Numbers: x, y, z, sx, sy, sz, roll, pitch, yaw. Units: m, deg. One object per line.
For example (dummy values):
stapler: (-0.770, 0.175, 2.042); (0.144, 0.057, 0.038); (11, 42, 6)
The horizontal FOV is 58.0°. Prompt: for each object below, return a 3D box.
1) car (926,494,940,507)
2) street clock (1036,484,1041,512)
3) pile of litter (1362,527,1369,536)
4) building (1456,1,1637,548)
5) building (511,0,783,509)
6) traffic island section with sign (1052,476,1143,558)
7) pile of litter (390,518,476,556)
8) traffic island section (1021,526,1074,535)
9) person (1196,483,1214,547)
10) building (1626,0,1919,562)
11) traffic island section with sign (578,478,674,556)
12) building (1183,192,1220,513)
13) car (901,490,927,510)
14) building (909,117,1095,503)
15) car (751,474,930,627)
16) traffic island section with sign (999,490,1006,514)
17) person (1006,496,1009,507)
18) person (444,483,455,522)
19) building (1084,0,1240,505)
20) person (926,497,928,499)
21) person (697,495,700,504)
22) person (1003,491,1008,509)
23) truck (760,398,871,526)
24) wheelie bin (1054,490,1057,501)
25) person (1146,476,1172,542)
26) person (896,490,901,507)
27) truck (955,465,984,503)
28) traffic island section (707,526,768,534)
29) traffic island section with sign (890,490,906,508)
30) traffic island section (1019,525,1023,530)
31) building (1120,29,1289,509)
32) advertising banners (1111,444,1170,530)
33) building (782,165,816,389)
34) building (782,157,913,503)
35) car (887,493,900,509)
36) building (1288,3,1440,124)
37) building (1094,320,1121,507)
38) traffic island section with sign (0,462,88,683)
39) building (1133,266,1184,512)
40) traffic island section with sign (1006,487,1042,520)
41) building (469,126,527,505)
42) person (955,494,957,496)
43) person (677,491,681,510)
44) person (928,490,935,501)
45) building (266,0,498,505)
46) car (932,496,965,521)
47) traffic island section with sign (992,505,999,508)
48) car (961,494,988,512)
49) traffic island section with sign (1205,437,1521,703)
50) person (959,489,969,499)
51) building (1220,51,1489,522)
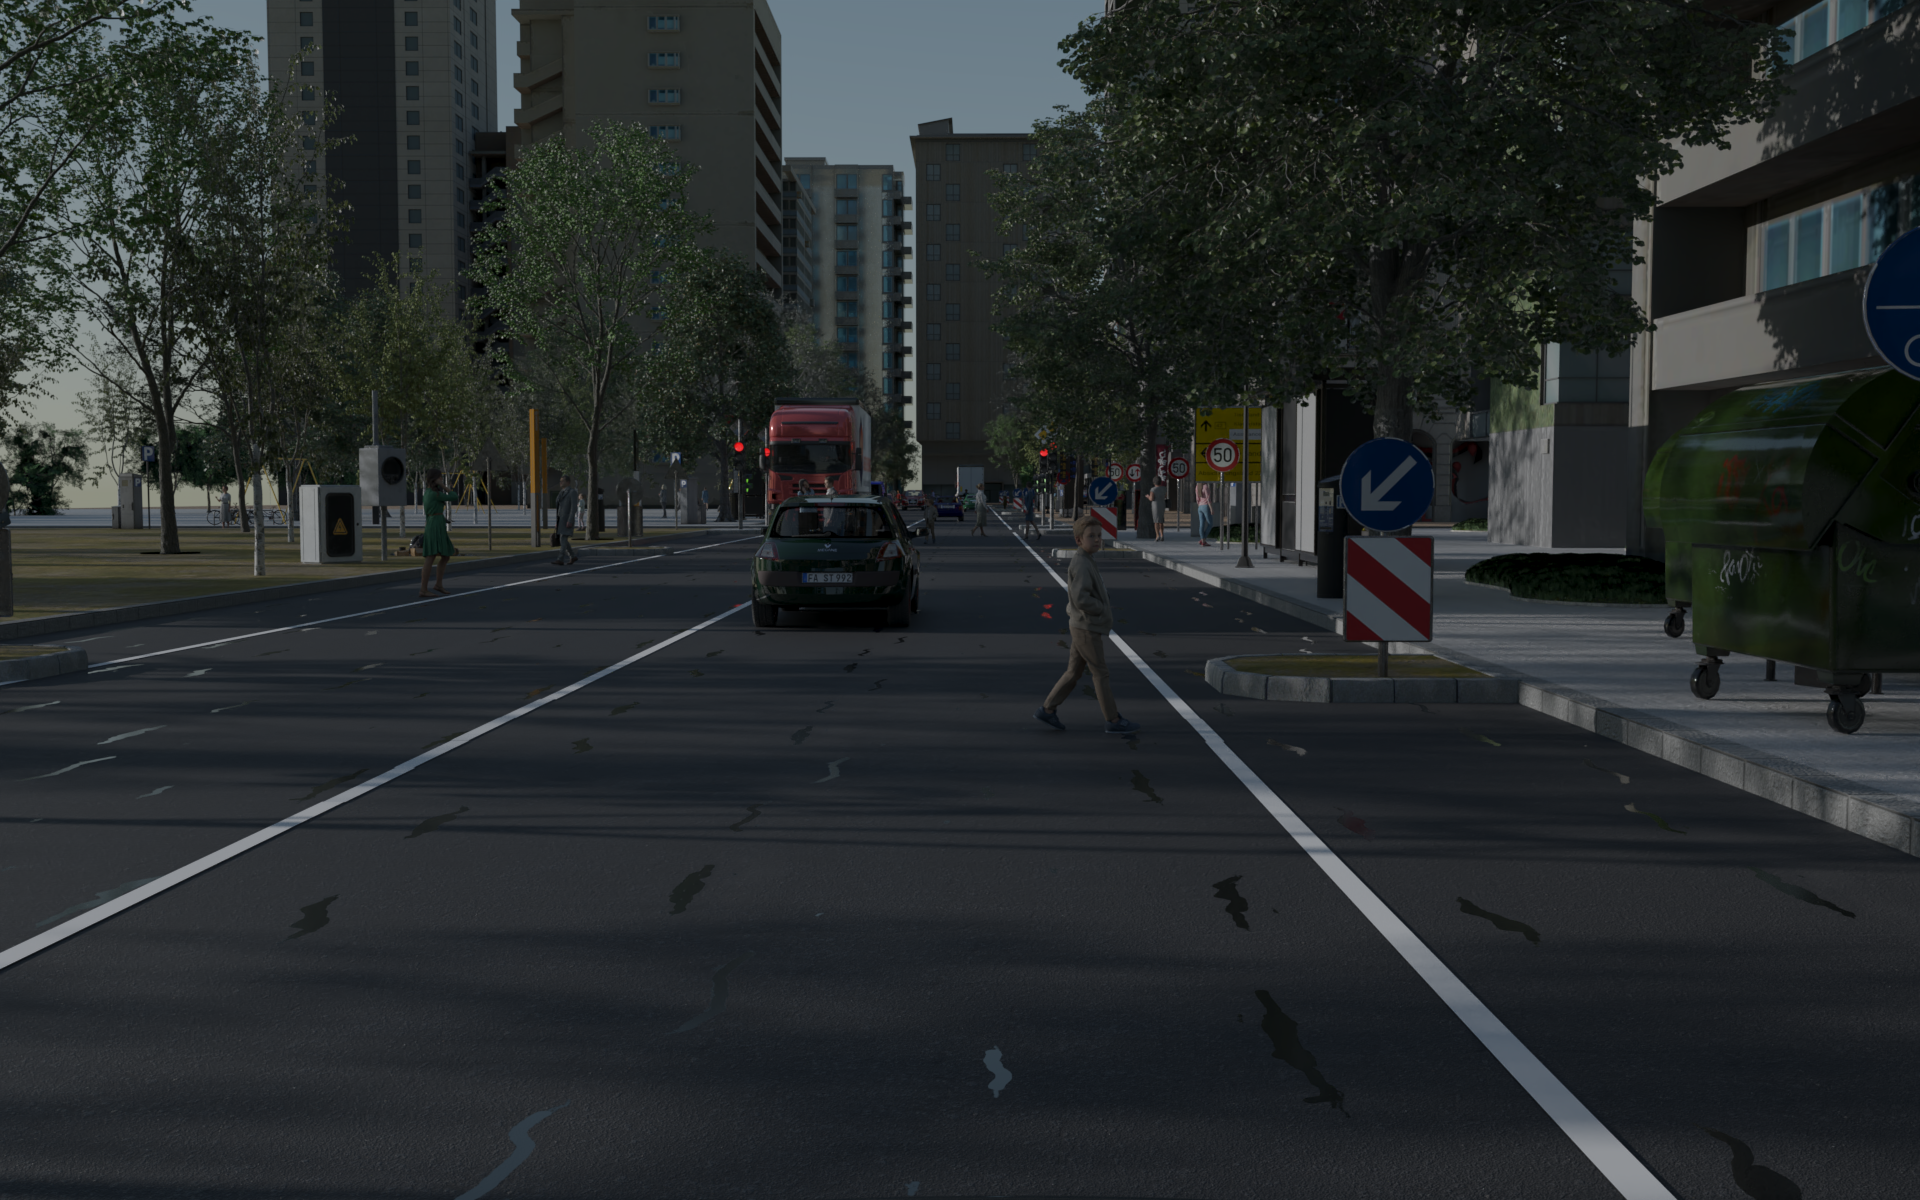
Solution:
car: (-2.738, -10.691, 184.588); (2.009, 1.686, 4.222); (0, 4, -1)
street clock: (5.678, -7.362, 124.944); (0.358, 2.002, 0.471); (0, 4, 3)
pile of litter: (6.797, -0.846, 27.803); (1.719, 0.858, 1.176); (0, 4, 4)
building: (21.130, -22.205, 46.644); (14.154, 41.232, 14.086); (0, 4, 1)
building: (-27.803, -32.572, 156.247); (21.300, 48.544, 21.600); (0, 4, 1)
traffic island section with sign: (3.131, -1.906, 39.790); (1.989, 1.847, 2.006); (0, 4, 1)
pile of litter: (-10.979, -1.352, 36.073); (1.719, 0.858, 1.176); (1, 4, 18)
traffic island section: (3.356, -2.478, 62.795); (2.009, 0.180, 2.903); (0, 4, 1)
person: (6.010, -2.221, 42.361); (0.388, 1.821, 0.555); (-3, 5, -39)
building: (21.969, -24.096, 17.664); (21.300, 48.544, 21.600); (0, 4, 1)
traffic island section with sign: (-7.866, -1.983, 41.050); (1.989, 1.847, 2.006); (0, 4, 1)
building: (20.633, -16.004, 103.469); (13.314, 21.916, 24.055); (0, 4, 1)
car: (-4.037, -8.826, 152.979); (2.281, 1.827, 5.304); (0, 4, 2)
building: (7.018, -40.456, 250.689); (27.495, 52.752, 28.713); (0, 4, 1)
car: (-1.368, -0.628, 20.048); (2.009, 1.686, 4.222); (0, 4, 0)
traffic island section with sign: (3.956, -6.981, 122.767); (1.989, 1.847, 2.006); (0, 4, 1)
person: (5.021, -10.665, 186.065); (0.628, 1.438, 0.799); (-2, 4, -25)
person: (-23.411, -4.532, 79.504); (0.474, 1.900, 0.648); (-1, 4, -11)
building: (25.479, -46.693, 201.683); (20.563, 71.187, 20.611); (0, 4, 1)
person: (-3.974, -10.321, 177.259); (1.348, 1.823, 0.705); (0, 4, 7)
person: (-17.378, -6.350, 114.540); (0.362, 1.253, 0.373); (-2, 4, -33)
person: (4.313, -9.387, 162.709); (0.721, 1.736, 1.217); (1, 4, 13)
truck: (-4.177, -3.900, 52.683); (2.839, 4.237, 11.283); (0, 4, 0)
wheelie bin: (7.738, -7.793, 135.318); (0.693, 1.594, 0.980); (3, 5, 44)
person: (5.393, -2.476, 46.880); (0.716, 1.782, 0.532); (-2, 4, -26)
person: (-6.304, -10.339, 177.497); (0.705, 1.831, 1.348); (-2, 4, -27)
truck: (0.979, -11.132, 170.914); (2.839, 4.237, 11.283); (0, 4, -1)
traffic island section: (-7.985, -2.485, 62.912); (2.009, 0.180, 2.903); (0, 4, 1)
traffic island section with sign: (-6.573, -10.045, 172.856); (1.989, 1.847, 2.006); (0, 4, 1)
traffic island section: (3.435, -2.966, 70.780); (2.009, 0.180, 2.903); (0, 4, 1)
building: (21.457, -28.922, 156.474); (14.154, 41.232, 14.086); (0, 4, 1)
advertising banners: (6.361, -3.960, 60.927); (2.074, 3.025, 0.090); (1, 4, 10)
building: (-29.077, -30.955, 197.990); (23.993, 40.220, 32.217); (0, 4, 1)
building: (-21.978, -38.483, 248.808); (30.456, 49.044, 23.786); (0, 4, 1)
car: (-4.155, -4.909, 89.306); (2.155, 1.783, 4.494); (0, 4, 0)
building: (50.347, -40.343, 201.610); (28.212, 58.520, 21.231); (0, 4, 1)
building: (28.641, -20.393, 178.458); (27.650, 21.520, 28.899); (0, 4, 1)
traffic island section with sign: (-8.149, -0.311, 13.709); (1.989, 1.847, 2.006); (0, 4, 1)
building: (21.487, -19.041, 130.383); (14.314, 24.678, 30.058); (0, 4, 1)
traffic island section with sign: (3.678, -5.324, 95.679); (1.989, 1.847, 2.006); (0, 4, 1)
building: (-49.186, -34.035, 206.584); (14.200, 45.320, 14.600); (0, 4, 1)
person: (-0.156, -10.393, 179.163); (1.217, 1.736, 0.721); (2, 4, 32)
person: (-22.875, -8.293, 141.904); (0.678, 1.792, 0.850); (-1, 4, -14)
person: (-2.577, -9.075, 156.748); (0.599, 1.838, 0.709); (0, 4, 2)
building: (-66.615, -46.802, 203.457); (20.611, 71.187, 20.563); (0, 4, 1)
car: (-0.673, -4.889, 92.522); (1.945, 1.354, 3.894); (0, 4, -1)
traffic island section with sign: (4.462, -10.058, 173.079); (1.989, 1.847, 2.006); (0, 4, 1)
car: (1.164, -7.835, 139.899); (2.131, 1.459, 4.920); (0, 4, 1)
traffic island section with sign: (2.875, -0.257, 12.836); (1.989, 1.847, 2.006); (0, 4, 1)
person: (0.543, -8.844, 152.736); (1.348, 1.869, 0.705); (1, 4, 14)
building: (25.776, -14.786, 83.548); (24.055, 21.916, 13.314); (0, 4, 1)
